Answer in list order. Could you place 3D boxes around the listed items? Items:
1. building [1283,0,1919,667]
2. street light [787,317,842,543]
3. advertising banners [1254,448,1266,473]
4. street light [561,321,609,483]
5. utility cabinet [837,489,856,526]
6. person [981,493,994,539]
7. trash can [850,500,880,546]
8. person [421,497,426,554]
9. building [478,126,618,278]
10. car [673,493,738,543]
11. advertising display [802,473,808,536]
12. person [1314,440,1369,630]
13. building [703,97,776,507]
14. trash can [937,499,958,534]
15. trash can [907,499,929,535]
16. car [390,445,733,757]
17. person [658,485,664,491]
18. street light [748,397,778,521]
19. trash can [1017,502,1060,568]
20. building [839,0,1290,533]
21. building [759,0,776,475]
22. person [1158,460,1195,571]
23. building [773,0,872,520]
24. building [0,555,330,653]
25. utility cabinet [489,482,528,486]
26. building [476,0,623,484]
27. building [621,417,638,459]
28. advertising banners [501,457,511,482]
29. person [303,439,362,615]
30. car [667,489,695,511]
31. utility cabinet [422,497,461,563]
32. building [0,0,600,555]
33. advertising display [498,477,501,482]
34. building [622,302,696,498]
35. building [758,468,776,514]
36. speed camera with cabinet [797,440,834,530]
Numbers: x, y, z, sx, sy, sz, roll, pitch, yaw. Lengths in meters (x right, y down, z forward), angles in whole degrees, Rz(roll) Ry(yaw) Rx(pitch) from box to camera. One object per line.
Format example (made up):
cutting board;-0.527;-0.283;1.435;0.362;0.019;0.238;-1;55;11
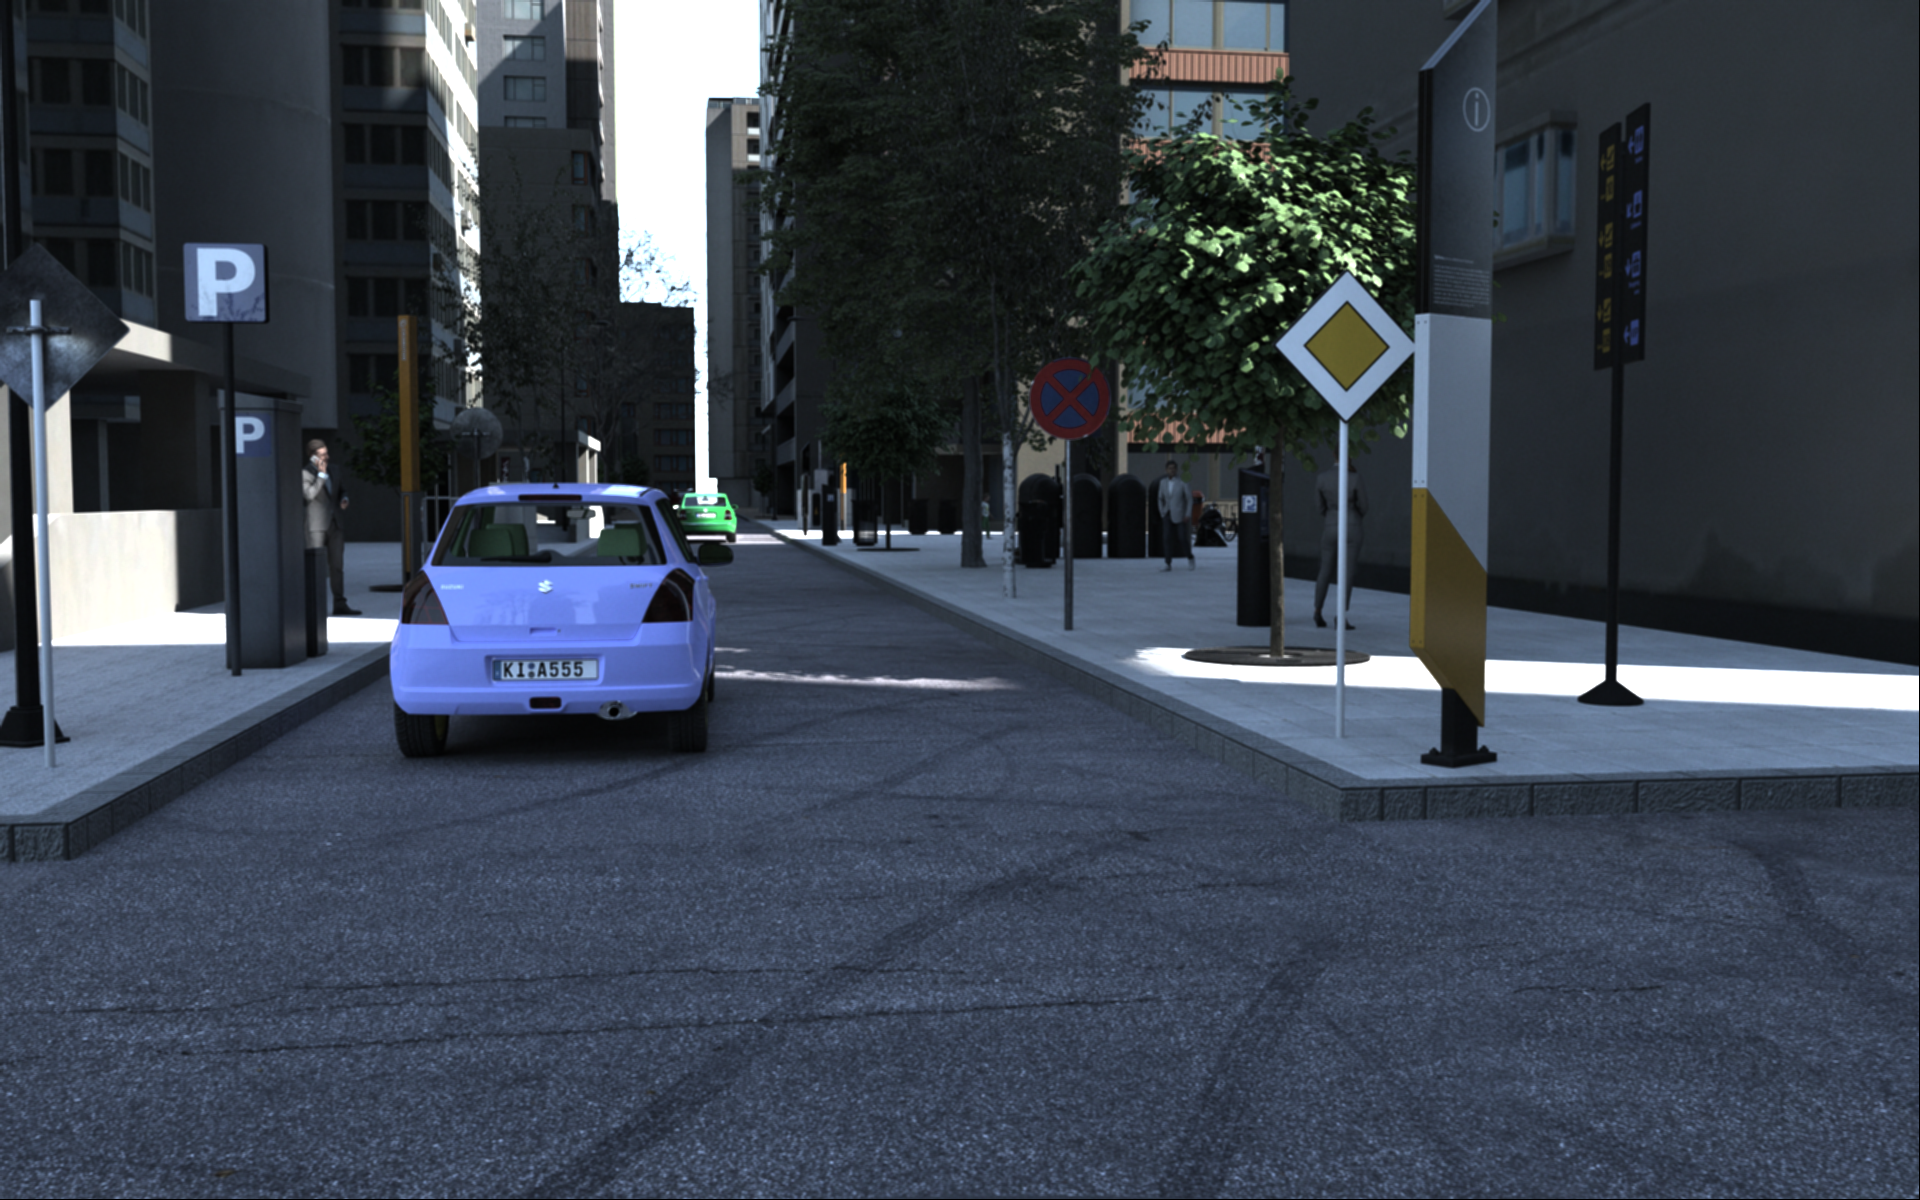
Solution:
building;16.030;-24.397;22.587;21.600;48.544;21.300;-1;4;-9
street light;-3.821;-4.466;45.559;1.470;5.913;1.316;-1;4;-9
advertising banners;7.928;-2.863;43.005;2.074;3.025;0.090;-3;4;-36
street light;-10.094;-4.524;46.505;1.470;5.913;1.316;-1;4;-9
utility cabinet;-4.690;-3.705;69.253;1.173;1.500;0.318;2;4;35
person;0.673;-2.389;49.344;0.590;1.304;0.306;1;4;10
trash can;-2.338;-1.902;42.759;0.748;1.137;0.748;0;3;0
person;-11.298;-1.572;36.758;0.382;1.210;0.505;1;4;23
building;-33.316;-15.262;94.569;27.650;21.520;28.899;-1;4;-9
car;-7.651;-2.646;52.052;1.959;1.807;4.718;-1;4;-8
advertising display;-5.078;-3.159;56.857;0.123;1.923;0.974;0;4;0
person;3.626;-0.620;16.459;0.520;1.790;0.573;1;4;17
building;-18.404;-29.967;173.562;14.086;41.232;14.154;-1;4;-9
trash can;-0.405;-2.673;55.362;0.748;1.137;0.748;0;3;0
trash can;-1.322;-2.627;54.611;0.748;1.137;0.748;0;3;0
car;-2.394;-0.075;10.819;1.945;1.707;3.694;0;4;-7
person;-12.288;-3.830;71.304;0.419;1.800;0.721;-2;4;-31
street light;-9.481;-6.773;83.279;1.470;5.913;1.316;-1;4;-9
trash can;1.370;-1.130;30.136;0.748;1.137;0.748;0;3;0
building;6.640;-25.445;70.644;22.147;44.769;28.867;-1;4;-9
building;-2.762;-33.992;145.003;28.713;52.752;27.495;-1;4;-9
person;3.607;-1.407;28.895;0.661;1.843;0.795;2;4;35
building;0.858;-28.878;95.865;21.300;48.544;21.600;-1;4;-9
building;-24.650;-19.862;16.624;32.217;40.220;23.993;-1;4;-9
utility cabinet;-8.309;-1.441;32.237;1.173;1.500;0.318;3;5;44
building;-30.296;-26.467;116.332;14.154;41.232;14.086;-1;4;-9
building;-42.730;-50.665;141.045;31.000;86.520;22.319;-1;4;-9
advertising banners;-21.931;-5.198;81.183;0.090;3.025;2.074;3;5;42
person;-6.581;-0.750;18.105;0.447;1.846;0.655;2;4;32
car;-19.441;-6.910;121.658;2.281;1.827;5.304;-1;4;-9
utility cabinet;-9.451;-1.286;32.187;1.020;1.237;0.306;1;4;10
building;-27.027;-21.816;48.568;32.217;40.220;23.993;-1;4;-9
advertising display;-17.716;-3.653;64.941;0.974;1.923;0.123;0;4;-6
building;-41.760;-20.341;177.621;28.899;21.520;27.650;-1;4;-9
building;2.357;-26.180;119.921;32.217;40.220;23.993;-1;4;-9
speed camera with cabinet;-5.236;-4.214;63.233;0.660;3.252;2.038;1;4;22
